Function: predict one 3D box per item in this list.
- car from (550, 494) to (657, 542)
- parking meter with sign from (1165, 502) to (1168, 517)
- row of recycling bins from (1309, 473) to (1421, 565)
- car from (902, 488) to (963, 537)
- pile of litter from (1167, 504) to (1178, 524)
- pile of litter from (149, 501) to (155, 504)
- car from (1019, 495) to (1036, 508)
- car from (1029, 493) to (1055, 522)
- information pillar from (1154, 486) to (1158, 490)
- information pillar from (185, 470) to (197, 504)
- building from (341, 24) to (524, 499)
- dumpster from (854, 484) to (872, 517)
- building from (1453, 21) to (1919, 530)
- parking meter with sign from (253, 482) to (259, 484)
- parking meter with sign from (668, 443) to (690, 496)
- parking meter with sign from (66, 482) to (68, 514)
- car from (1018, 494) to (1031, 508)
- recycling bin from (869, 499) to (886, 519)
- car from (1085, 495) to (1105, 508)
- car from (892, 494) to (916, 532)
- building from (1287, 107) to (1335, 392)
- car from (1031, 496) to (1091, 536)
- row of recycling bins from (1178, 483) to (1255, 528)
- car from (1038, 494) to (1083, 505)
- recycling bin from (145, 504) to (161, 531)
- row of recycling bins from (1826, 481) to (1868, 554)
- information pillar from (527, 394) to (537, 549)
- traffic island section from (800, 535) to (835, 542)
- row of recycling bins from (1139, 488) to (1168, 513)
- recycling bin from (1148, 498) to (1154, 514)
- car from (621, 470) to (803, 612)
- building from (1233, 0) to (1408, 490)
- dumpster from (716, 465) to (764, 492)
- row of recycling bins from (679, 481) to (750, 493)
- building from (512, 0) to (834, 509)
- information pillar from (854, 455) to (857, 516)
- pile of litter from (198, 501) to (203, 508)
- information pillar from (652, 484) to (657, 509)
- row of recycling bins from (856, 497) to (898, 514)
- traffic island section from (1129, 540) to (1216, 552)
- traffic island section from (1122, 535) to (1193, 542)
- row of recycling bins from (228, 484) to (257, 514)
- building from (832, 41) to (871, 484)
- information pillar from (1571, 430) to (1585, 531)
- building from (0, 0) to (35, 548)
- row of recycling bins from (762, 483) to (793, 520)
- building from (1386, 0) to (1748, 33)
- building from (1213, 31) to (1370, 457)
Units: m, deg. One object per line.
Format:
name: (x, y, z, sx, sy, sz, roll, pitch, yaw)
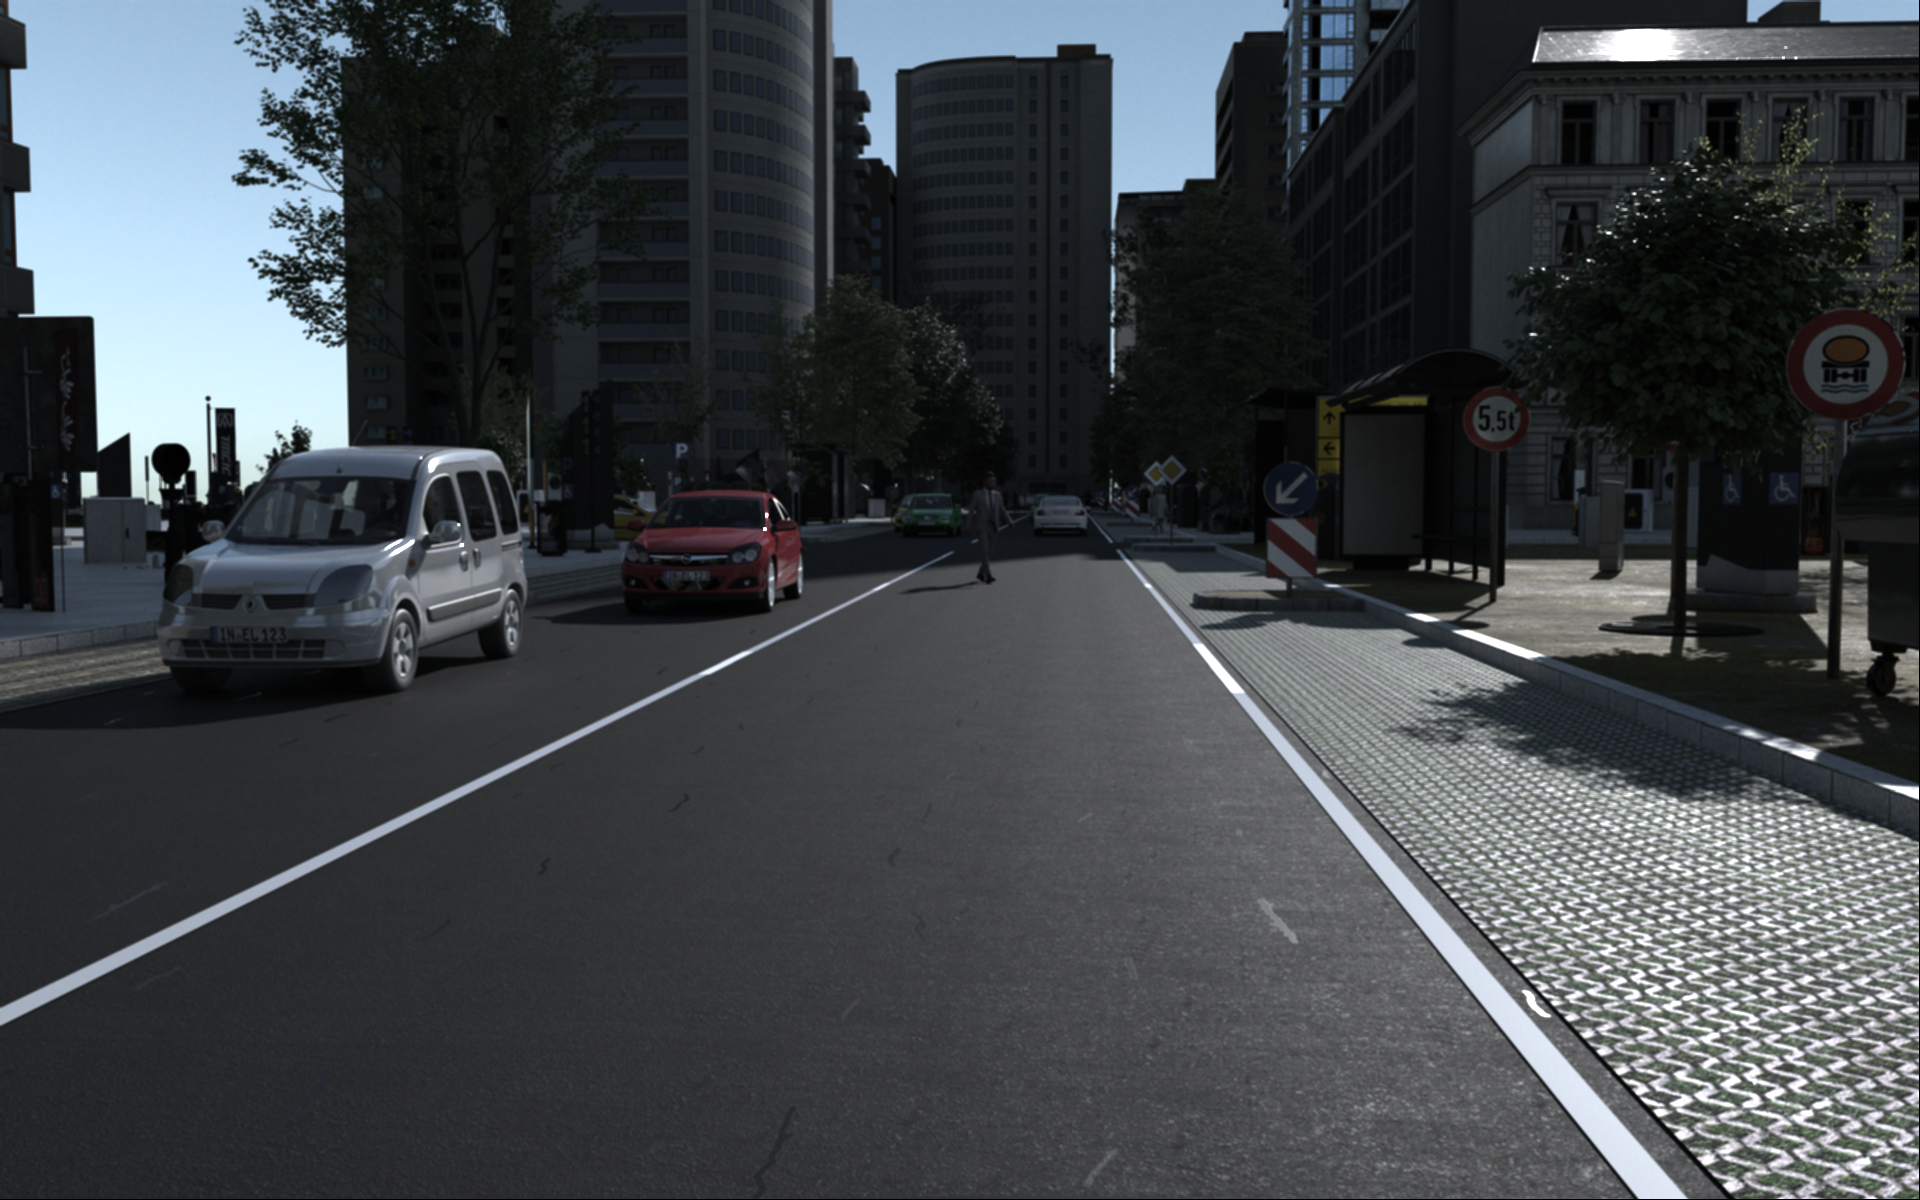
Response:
car: (-9.394, -2.319, 48.133, 3.980, 1.641, 2.015, 0, 4, 4)
parking meter with sign: (12.162, -6.124, 96.392, 1.738, 3.016, 0.543, 0, 4, -6)
row of recycling bins: (7.680, -1.577, 32.903, 1.069, 1.692, 3.534, -1, 4, -14)
car: (-0.912, -3.057, 58.771, 1.959, 1.807, 4.718, 0, 4, 5)
pile of litter: (9.488, -3.682, 74.161, 1.176, 0.858, 1.719, 0, 4, 1)
pile of litter: (-52.284, -5.969, 111.564, 1.719, 0.858, 1.176, -3, 5, -42)
car: (7.196, -10.237, 179.731, 2.083, 1.381, 4.827, 0, 4, 4)
car: (4.524, -4.894, 88.810, 1.959, 1.807, 4.718, 0, 4, 4)
information pillar: (13.889, -7.202, 122.251, 0.304, 2.012, 0.304, -3, 4, -36)
information pillar: (-23.980, -3.030, 54.027, 0.304, 2.012, 0.304, -1, 4, -19)
building: (-50.916, -34.291, 184.363, 21.600, 48.544, 21.300, 0, 4, 4)
dumpster: (-5.589, -5.490, 95.527, 1.264, 1.857, 1.865, 0, 4, 4)
building: (29.730, -12.335, 66.297, 19.286, 19.102, 10.561, 0, 4, 4)
parking meter with sign: (-43.492, -6.804, 107.512, 1.738, 3.016, 0.543, 0, 4, -5)
parking meter with sign: (-9.730, -3.868, 59.511, 0.543, 3.016, 1.738, -1, 4, -21)
parking meter with sign: (-59.194, -7.210, 114.145, 1.738, 3.016, 0.543, 2, 4, 26)
car: (6.995, -10.699, 185.158, 2.015, 1.641, 3.980, 0, 4, 4)
recycling bin: (-4.365, -4.807, 91.149, 0.722, 1.027, 0.722, -2, 4, -24)
car: (12.838, -9.256, 163.909, 1.945, 1.354, 3.894, 0, 4, 2)
car: (-1.551, -3.457, 66.741, 2.015, 1.641, 3.980, 0, 4, 4)
building: (29.779, -19.538, 112.959, 14.314, 27.812, 24.014, 0, 4, 4)
car: (3.522, -2.943, 60.477, 2.083, 1.381, 4.827, 0, 4, 4)
row of recycling bins: (9.935, -3.577, 65.602, 3.534, 1.692, 1.069, 2, 4, 25)
car: (4.485, -4.135, 77.390, 2.009, 1.686, 4.222, 0, 4, 2)
recycling bin: (-20.086, -1.828, 42.444, 0.722, 1.027, 0.722, 0, 4, 2)
row of recycling bins: (20.664, -1.890, 38.011, 3.534, 1.692, 1.069, -1, 4, -16)
information pillar: (-10.103, -3.022, 40.761, 0.183, 3.616, 0.504, -1, 4, -22)
traffic island section: (-4.911, -1.862, 52.724, 2.009, 0.180, 2.903, 0, 4, 4)
row of recycling bins: (13.769, -6.691, 116.508, 3.534, 1.692, 1.069, 1, 4, 15)
recycling bin: (12.837, -6.207, 114.039, 0.722, 1.027, 0.722, 2, 4, 29)
car: (-3.115, -0.813, 22.328, 2.155, 1.783, 4.494, 0, 4, 2)
building: (36.937, -51.304, 151.495, 22.319, 86.520, 31.000, 0, 4, 4)
dumpster: (-7.537, -3.436, 58.669, 1.502, 2.255, 1.985, 0, 4, 4)
row of recycling bins: (-7.808, -2.936, 55.112, 1.069, 1.692, 3.534, -3, 5, -40)
building: (-22.805, -36.752, 142.896, 21.231, 58.520, 28.212, 0, 4, 4)
information pillar: (-6.243, -6.682, 100.609, 0.504, 3.616, 0.183, 0, 4, -3)
pile of litter: (-46.792, -5.634, 106.082, 1.719, 0.858, 1.176, 2, 4, 28)
information pillar: (-21.623, -7.220, 122.536, 0.304, 2.012, 0.304, 1, 4, 9)
row of recycling bins: (-5.493, -6.302, 110.157, 3.534, 1.692, 1.069, 2, 4, 27)
traffic island section: (5.397, -1.332, 44.059, 2.009, 0.180, 2.903, 0, 4, 4)
traffic island section: (5.908, -1.819, 52.028, 2.009, 0.180, 2.903, 0, 4, 4)
row of recycling bins: (-28.628, -3.930, 71.376, 3.534, 1.692, 1.069, -2, 4, -35)
building: (-25.014, -34.370, 181.560, 30.456, 49.044, 23.786, 0, 4, 4)
information pillar: (21.298, -4.173, 59.580, 0.504, 3.616, 0.183, -2, 4, -34)
building: (-34.481, -10.866, 22.694, 28.899, 21.520, 27.650, 0, 4, 4)
row of recycling bins: (-7.747, -3.340, 61.722, 3.534, 1.692, 1.069, -1, 4, -10)
building: (28.394, -18.075, 89.028, 14.314, 27.812, 24.014, 0, 4, 4)
building: (37.850, -33.957, 178.900, 21.300, 48.544, 21.600, 0, 4, 4)
